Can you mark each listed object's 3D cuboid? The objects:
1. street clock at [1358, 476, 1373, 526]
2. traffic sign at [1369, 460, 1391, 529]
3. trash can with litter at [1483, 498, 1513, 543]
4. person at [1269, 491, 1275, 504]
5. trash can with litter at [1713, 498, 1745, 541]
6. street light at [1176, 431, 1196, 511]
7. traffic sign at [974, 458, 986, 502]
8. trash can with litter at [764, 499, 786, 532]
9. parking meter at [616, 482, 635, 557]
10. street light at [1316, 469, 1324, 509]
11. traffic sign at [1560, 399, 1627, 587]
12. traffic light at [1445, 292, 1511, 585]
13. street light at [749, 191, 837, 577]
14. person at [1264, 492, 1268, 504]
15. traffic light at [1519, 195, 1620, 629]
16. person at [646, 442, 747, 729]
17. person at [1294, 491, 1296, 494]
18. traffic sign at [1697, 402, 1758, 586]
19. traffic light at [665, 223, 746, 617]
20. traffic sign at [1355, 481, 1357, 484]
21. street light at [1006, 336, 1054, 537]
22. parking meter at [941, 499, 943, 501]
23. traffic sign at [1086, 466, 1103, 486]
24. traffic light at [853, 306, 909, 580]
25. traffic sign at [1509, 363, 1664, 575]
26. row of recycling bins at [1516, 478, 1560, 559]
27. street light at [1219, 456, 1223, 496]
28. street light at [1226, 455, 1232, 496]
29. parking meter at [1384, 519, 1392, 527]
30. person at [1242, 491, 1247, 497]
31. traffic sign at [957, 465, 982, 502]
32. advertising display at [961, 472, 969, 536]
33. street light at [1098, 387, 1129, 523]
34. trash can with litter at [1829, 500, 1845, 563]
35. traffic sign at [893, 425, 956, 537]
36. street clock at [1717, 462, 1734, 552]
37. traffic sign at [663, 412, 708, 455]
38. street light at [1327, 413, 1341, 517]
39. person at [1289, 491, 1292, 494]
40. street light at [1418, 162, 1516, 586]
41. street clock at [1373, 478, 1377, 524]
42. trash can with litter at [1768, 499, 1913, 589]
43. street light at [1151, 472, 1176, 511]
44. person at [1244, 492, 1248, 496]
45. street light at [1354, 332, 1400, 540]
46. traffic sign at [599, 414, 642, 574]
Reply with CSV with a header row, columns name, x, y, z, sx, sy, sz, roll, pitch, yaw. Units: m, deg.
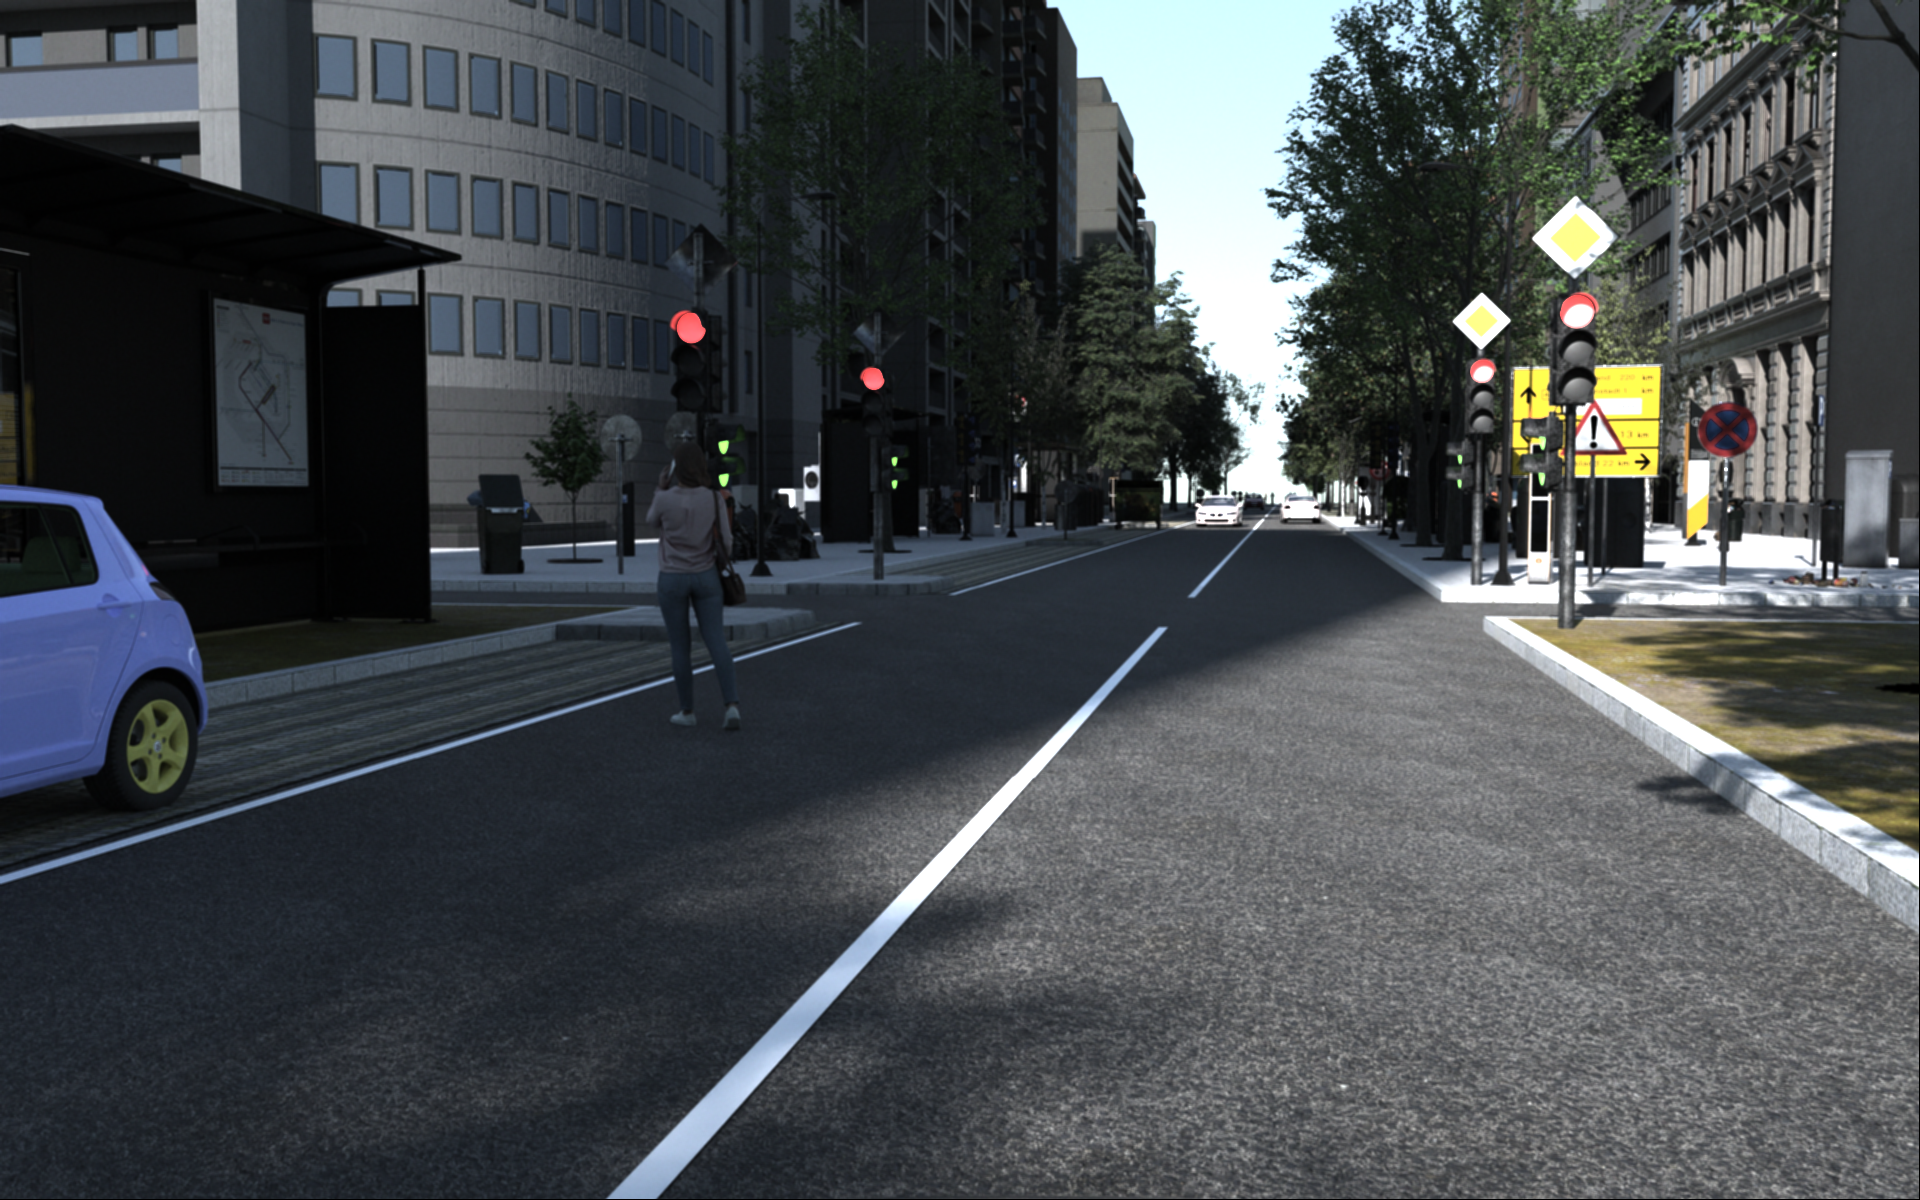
name,x,y,z,sx,sy,sz,roll,pitch,yaw
street clock,16.244,-3.988,69.775,0.358,2.002,0.471,-1,4,-21
traffic sign,15.554,-3.919,64.190,0.768,2.556,0.104,1,4,18
trash can with litter,14.243,-2.081,45.411,0.624,1.170,1.055,-3,5,-44
person,43.370,-14.192,240.620,0.705,1.814,1.350,-2,4,-29
trash can with litter,20.834,-2.182,47.062,0.624,1.170,1.055,0,4,-7
street light,16.473,-9.481,127.560,1.470,5.913,1.316,1,4,11
traffic sign,0.542,-3.713,60.816,0.768,2.556,0.104,1,4,18
trash can with litter,-4.585,-1.846,41.561,0.624,1.170,1.055,2,4,28
parking meter,-6.890,-1.667,35.659,0.372,1.533,0.369,0,3,0
street light,21.501,-7.827,100.506,1.470,5.913,1.316,1,4,11
traffic sign,8.716,-1.460,23.880,0.884,2.594,0.081,1,4,11
traffic light,7.261,-2.164,24.301,0.839,4.253,0.868,1,4,11
street light,-2.578,-3.319,26.802,1.470,5.913,1.316,1,4,11
person,43.942,-14.623,248.120,0.750,1.759,0.617,3,5,45
traffic light,5.780,-1.684,16.454,0.839,4.253,0.868,1,4,11
person,-1.587,-0.093,10.616,0.593,1.750,0.643,-1,4,-20
person,46.078,-14.060,238.519,1.348,1.807,0.705,0,4,-4
traffic sign,10.653,-1.468,24.108,0.768,2.556,0.104,1,4,20
traffic light,-2.685,-1.780,18.029,0.839,4.253,0.868,1,4,11
traffic sign,21.426,-5.626,91.992,0.884,2.594,0.081,1,4,17
street light,2.065,-4.805,51.102,1.470,5.913,1.316,1,4,11
parking meter,-1.108,-5.691,98.751,0.255,1.863,0.399,-1,4,-18
traffic sign,6.000,-4.727,77.397,0.768,2.556,0.104,1,4,17
traffic light,-1.205,-2.260,25.876,0.839,4.253,0.868,1,4,11
traffic sign,9.880,-2.051,27.413,2.265,3.308,0.079,1,4,18
row of recycling bins,12.073,-1.760,35.893,1.069,1.692,3.534,1,4,19
street light,26.969,-12.892,183.331,1.470,5.913,1.316,1,4,11
street light,31.647,-14.369,207.475,1.470,5.913,1.316,1,4,11
parking meter,16.610,-3.753,67.080,0.255,1.863,0.399,3,5,43
person,34.120,-12.125,207.270,0.750,1.759,0.617,0,4,4
traffic sign,0.319,-3.666,59.941,0.884,2.594,0.081,1,4,13
advertising display,0.145,-2.741,50.030,0.123,1.923,0.974,0,4,-6
street light,6.664,-6.294,75.447,1.470,5.913,1.316,1,4,11
trash can with litter,16.574,-1.274,32.216,0.624,1.170,1.055,0,4,6
traffic sign,-1.246,-3.531,51.597,2.265,3.308,0.079,1,4,11
street clock,17.068,-2.083,38.629,0.358,2.002,0.471,2,4,31
traffic sign,-4.108,-1.587,26.047,0.768,2.556,0.104,1,4,13
street light,16.372,-6.178,73.557,1.470,5.913,1.316,1,4,11
person,44.188,-13.643,231.641,1.350,1.814,0.705,0,4,6
street light,7.114,-3.167,24.319,1.470,5.913,1.316,1,4,11
street clock,17.862,-4.305,74.951,0.358,2.002,0.471,1,4,21
trash can with litter,12.369,-0.830,24.621,1.678,1.210,2.233,1,4,10
street light,11.920,-7.979,102.998,1.470,5.913,1.316,1,4,11
person,39.669,-14.058,239.163,1.217,1.723,0.721,-2,4,-24
street light,11.714,-4.665,48.818,1.470,5.913,1.316,1,4,11
traffic sign,-5.431,-1.685,27.656,0.768,2.556,0.104,1,4,18
